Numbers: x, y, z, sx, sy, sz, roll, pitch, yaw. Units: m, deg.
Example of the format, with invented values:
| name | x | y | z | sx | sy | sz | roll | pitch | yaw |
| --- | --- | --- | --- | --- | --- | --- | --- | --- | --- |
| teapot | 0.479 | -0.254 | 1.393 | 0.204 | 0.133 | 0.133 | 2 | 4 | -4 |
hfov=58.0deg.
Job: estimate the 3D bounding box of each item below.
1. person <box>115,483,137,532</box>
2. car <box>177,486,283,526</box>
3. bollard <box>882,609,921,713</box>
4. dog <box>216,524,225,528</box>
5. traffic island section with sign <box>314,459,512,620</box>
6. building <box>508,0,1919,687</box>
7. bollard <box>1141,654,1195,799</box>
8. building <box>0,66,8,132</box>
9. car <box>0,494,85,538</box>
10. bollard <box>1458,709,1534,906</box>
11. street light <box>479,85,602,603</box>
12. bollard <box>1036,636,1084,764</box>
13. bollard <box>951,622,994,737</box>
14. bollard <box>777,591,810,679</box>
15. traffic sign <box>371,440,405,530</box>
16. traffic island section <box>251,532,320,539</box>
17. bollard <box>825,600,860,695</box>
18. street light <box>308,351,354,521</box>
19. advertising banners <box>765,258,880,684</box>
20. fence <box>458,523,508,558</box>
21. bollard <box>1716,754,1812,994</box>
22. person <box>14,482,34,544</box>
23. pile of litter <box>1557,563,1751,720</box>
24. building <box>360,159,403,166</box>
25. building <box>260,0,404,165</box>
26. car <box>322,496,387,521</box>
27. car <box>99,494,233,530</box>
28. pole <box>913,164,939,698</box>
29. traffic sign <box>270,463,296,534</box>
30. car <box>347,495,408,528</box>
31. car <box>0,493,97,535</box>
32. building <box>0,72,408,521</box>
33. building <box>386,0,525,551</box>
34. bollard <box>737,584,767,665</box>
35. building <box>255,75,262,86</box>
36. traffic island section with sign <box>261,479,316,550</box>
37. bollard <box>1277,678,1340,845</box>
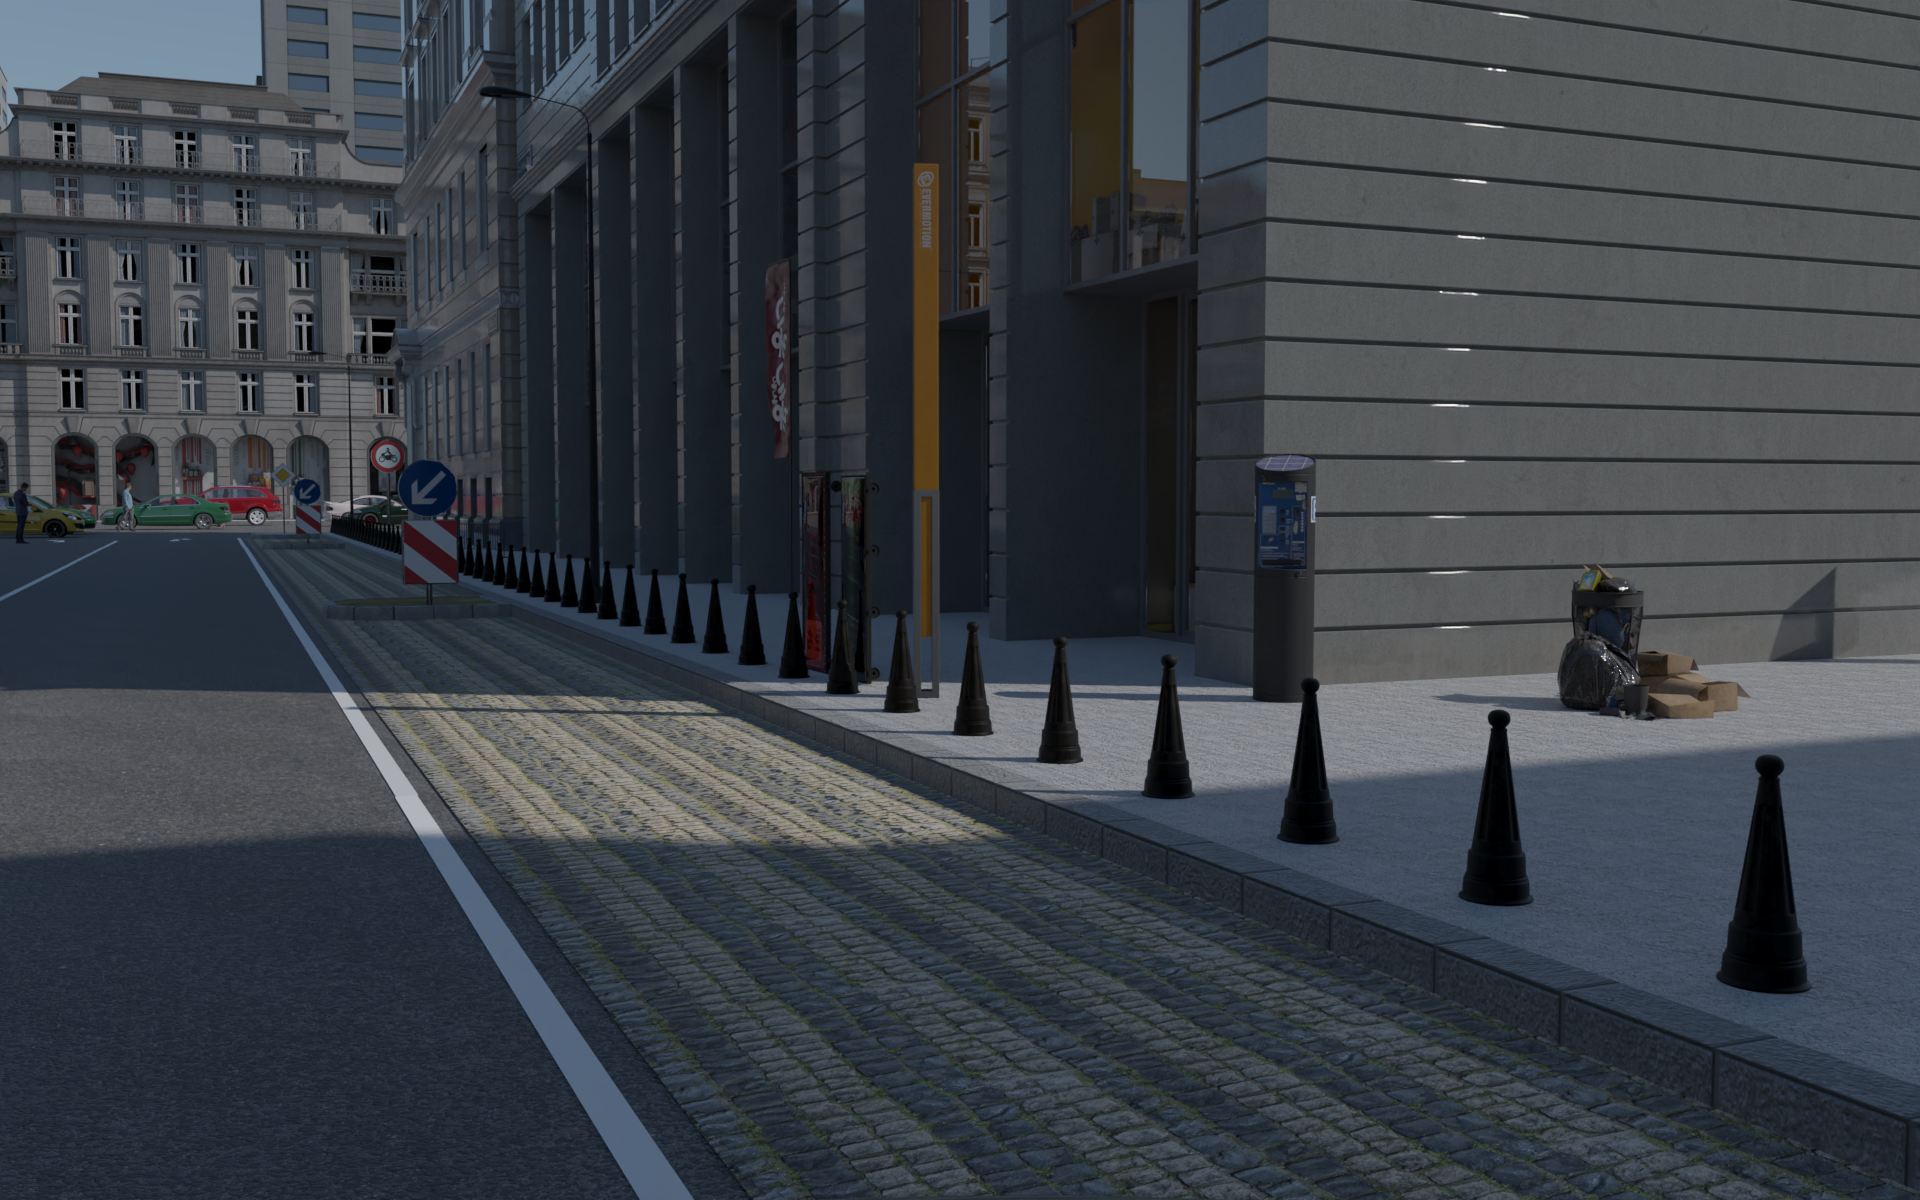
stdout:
| name | x | y | z | sx | sy | sz | roll | pitch | yaw |
| --- | --- | --- | --- | --- | --- | --- | --- | --- | --- |
| person | -31.819 | -3.531 | 66.096 | 0.748 | 1.841 | 0.638 | 0 | 4 | 2 |
| car | -33.590 | -4.280 | 78.654 | 5.304 | 1.827 | 2.281 | -2 | 4 | -24 |
| bollard | -0.346 | 0.356 | 10.220 | 0.229 | 0.601 | 0.229 | 0 | 3 | 0 |
| dog | -31.836 | -3.517 | 74.342 | 0.513 | 0.831 | 0.800 | 0 | 4 | -3 |
| traffic island section with sign | -6.490 | -0.728 | 20.527 | 1.989 | 1.847 | 2.006 | -2 | 4 | -23 |
| building | 1.090 | -15.208 | 26.146 | 11.434 | 29.767 | 29.804 | -2 | 4 | -23 |
| bollard | 0.888 | 0.530 | 7.369 | 0.229 | 0.601 | 0.229 | 0 | 3 | 0 |
| building | -138.148 | -41.654 | 223.049 | 28.212 | 58.520 | 21.231 | -2 | 4 | -23 |
| car | -30.943 | -2.848 | 56.796 | 3.980 | 1.641 | 2.015 | -1 | 4 | -22 |
| bollard | 1.701 | 0.646 | 5.481 | 0.229 | 0.601 | 0.229 | 0 | 3 | 0 |
| street light | -4.806 | -2.907 | 20.076 | 1.470 | 5.913 | 1.316 | -2 | 4 | -23 |
| bollard | 0.481 | 0.473 | 8.315 | 0.229 | 0.601 | 0.229 | 0 | 3 | 0 |
| bollard | 0.069 | 0.415 | 9.256 | 0.229 | 0.601 | 0.229 | 0 | 3 | 0 |
| bollard | -1.164 | 0.241 | 12.109 | 0.229 | 0.601 | 0.229 | 0 | 3 | 0 |
| traffic sign | -13.491 | -2.495 | 40.895 | 0.768 | 2.556 | 0.104 | -1 | 4 | -21 |
| traffic island section | -21.858 | -2.068 | 56.089 | 2.009 | 0.180 | 2.903 | -2 | 4 | -23 |
| bollard | -0.758 | 0.298 | 11.166 | 0.229 | 0.601 | 0.229 | 0 | 3 | 0 |
| street light | -20.479 | -5.139 | 56.561 | 1.470 | 5.913 | 1.316 | -2 | 4 | -23 |
| advertising banners | -1.029 | -0.994 | 12.444 | 0.090 | 3.025 | 2.074 | -2 | 4 | -26 |
| fence | -9.985 | -1.220 | 35.319 | 2.069 | 0.683 | 0.278 | 2 | 4 | 33 |
| bollard | 2.113 | 0.704 | 4.536 | 0.229 | 0.601 | 0.229 | 0 | 3 | 0 |
| person | -27.055 | -2.516 | 50.092 | 0.683 | 1.767 | 0.568 | 2 | 4 | 30 |
| pile of litter | 4.222 | 0.206 | 10.605 | 1.176 | 0.858 | 1.719 | 3 | 4 | 38 |
| building | -53.021 | -23.327 | 153.096 | 14.160 | 30.474 | 14.107 | -2 | 4 | -23 |
| building | -58.132 | -38.596 | 173.043 | 21.231 | 58.520 | 28.212 | -2 | 4 | -23 |
| car | -25.972 | -3.986 | 77.536 | 4.827 | 1.381 | 2.083 | -1 | 4 | -22 |
| car | -32.114 | -3.568 | 70.127 | 4.920 | 1.459 | 2.131 | -1 | 4 | -23 |
| pole | -0.215 | -1.040 | 10.851 | 0.158 | 3.312 | 0.155 | 0 | 3 | 0 |
| traffic sign | -21.877 | -3.202 | 56.003 | 0.795 | 2.450 | 0.064 | -2 | 4 | -23 |
| car | -23.467 | -3.835 | 72.483 | 4.222 | 1.686 | 2.009 | -1 | 4 | -22 |
| car | -33.008 | -3.189 | 60.940 | 4.718 | 1.807 | 1.959 | -1 | 4 | -22 |
| building | -39.526 | -15.119 | 88.988 | 24.055 | 21.916 | 13.314 | -2 | 4 | -23 |
| building | -8.441 | -16.106 | 49.236 | 13.634 | 28.700 | 20.117 | -2 | 4 | -23 |
| bollard | -1.569 | 0.183 | 13.053 | 0.229 | 0.601 | 0.229 | 0 | 3 | 0 |
| building | -67.952 | -35.015 | 196.193 | 21.300 | 48.544 | 21.600 | -2 | 4 | -23 |
| traffic island section with sign | -17.225 | -2.246 | 45.342 | 1.989 | 1.847 | 2.006 | -2 | 4 | -23 |
| bollard | 1.296 | 0.588 | 6.427 | 0.229 | 0.601 | 0.229 | 0 | 3 | 0 |
